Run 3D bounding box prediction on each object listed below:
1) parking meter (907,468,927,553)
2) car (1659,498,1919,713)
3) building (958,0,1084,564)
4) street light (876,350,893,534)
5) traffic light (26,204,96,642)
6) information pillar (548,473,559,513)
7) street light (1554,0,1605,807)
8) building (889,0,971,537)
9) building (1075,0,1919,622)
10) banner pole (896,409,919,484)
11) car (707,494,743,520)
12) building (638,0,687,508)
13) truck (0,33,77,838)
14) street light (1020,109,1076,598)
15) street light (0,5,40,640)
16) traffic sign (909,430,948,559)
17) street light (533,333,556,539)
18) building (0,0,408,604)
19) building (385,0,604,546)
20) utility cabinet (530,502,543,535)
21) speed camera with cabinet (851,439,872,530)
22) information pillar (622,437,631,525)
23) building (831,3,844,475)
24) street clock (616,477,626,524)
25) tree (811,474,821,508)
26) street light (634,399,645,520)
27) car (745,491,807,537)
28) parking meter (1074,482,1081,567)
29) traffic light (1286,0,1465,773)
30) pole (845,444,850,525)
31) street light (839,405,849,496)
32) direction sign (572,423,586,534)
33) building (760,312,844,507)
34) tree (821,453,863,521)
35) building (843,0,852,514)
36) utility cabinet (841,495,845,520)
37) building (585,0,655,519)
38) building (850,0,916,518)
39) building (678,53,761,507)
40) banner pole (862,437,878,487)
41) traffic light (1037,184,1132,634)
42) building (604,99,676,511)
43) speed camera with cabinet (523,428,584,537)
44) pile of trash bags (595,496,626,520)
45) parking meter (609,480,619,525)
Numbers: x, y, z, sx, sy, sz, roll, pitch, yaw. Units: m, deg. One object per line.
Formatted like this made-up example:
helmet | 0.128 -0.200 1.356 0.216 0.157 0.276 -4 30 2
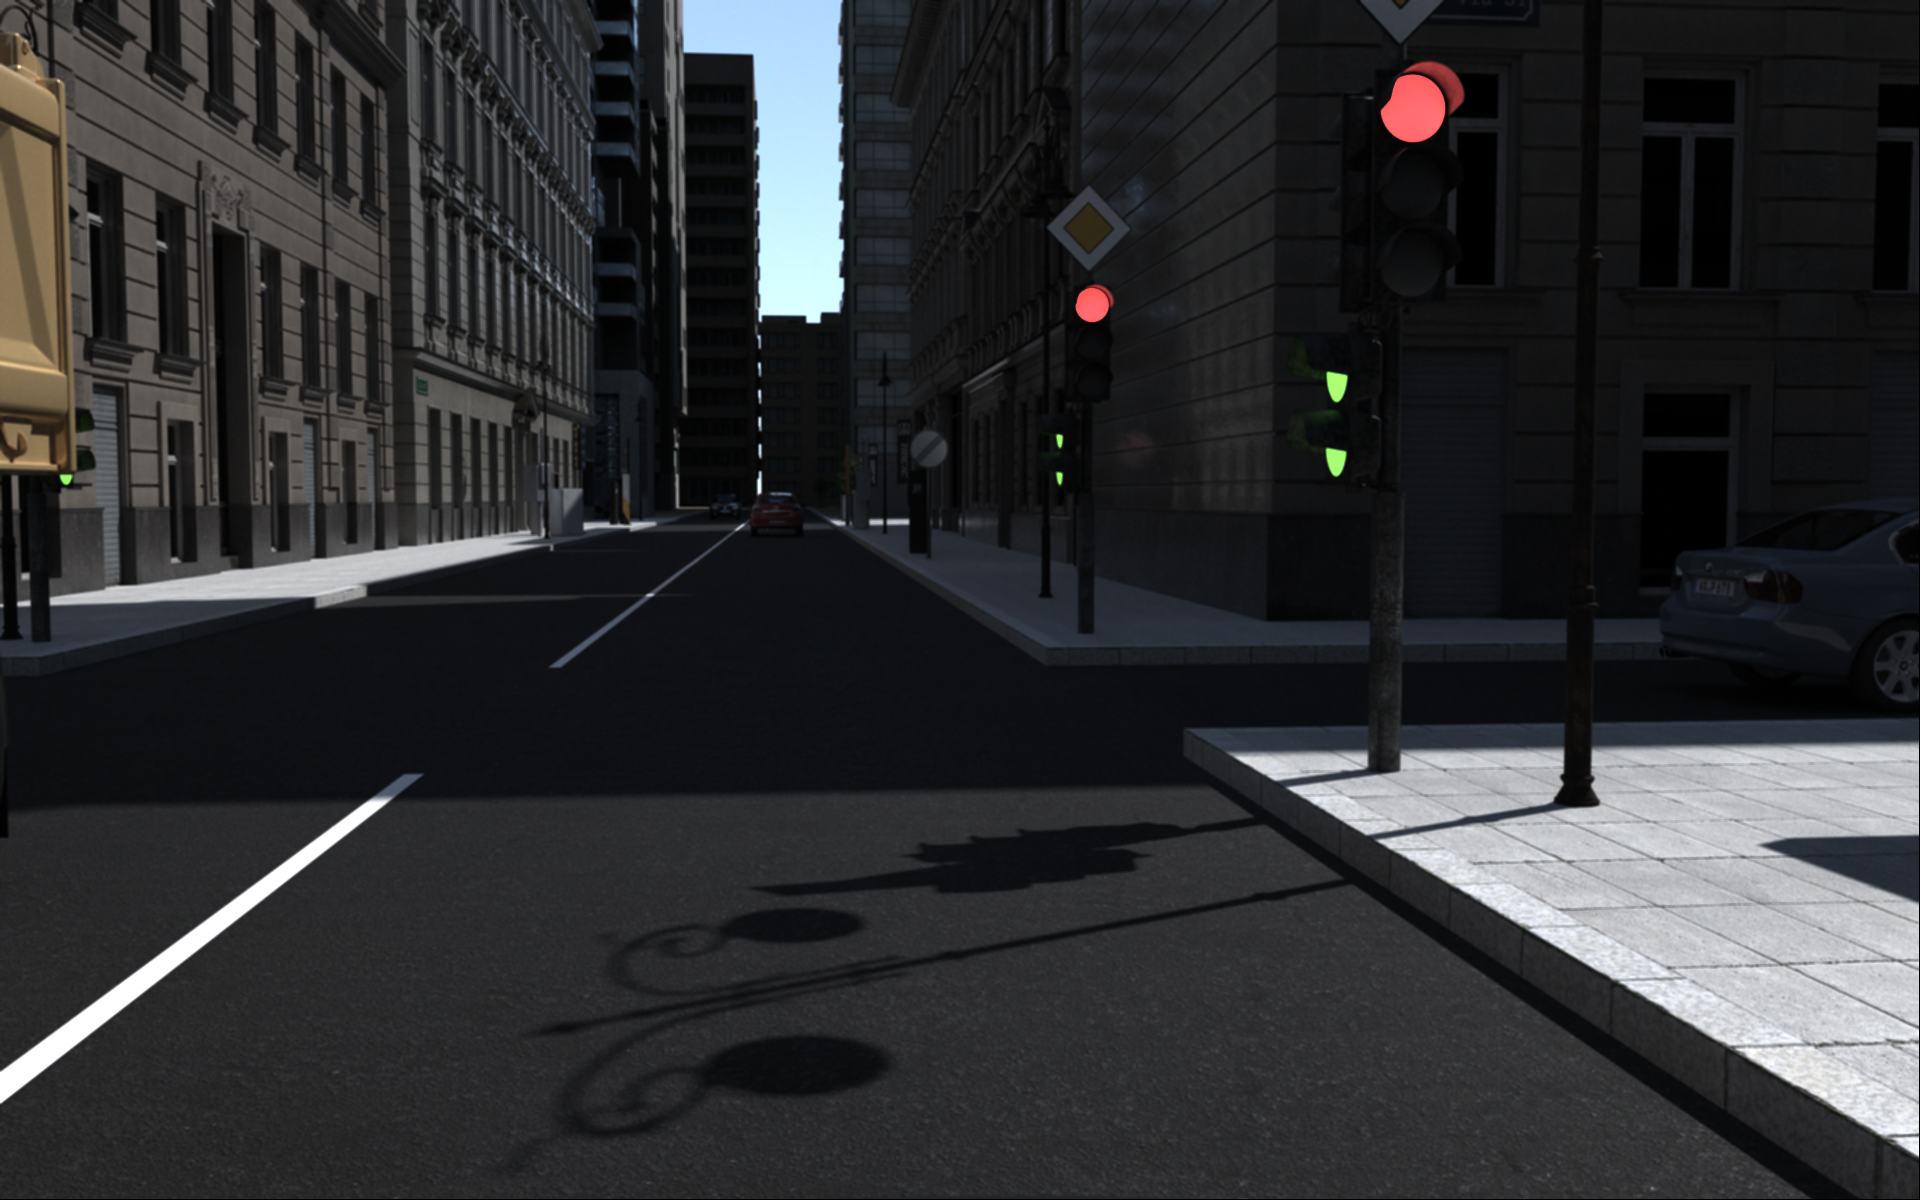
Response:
parking meter | -0.924 -1.948 37.560 0.399 1.863 0.255 1 4 8
car | 7.348 -0.017 12.282 4.499 1.417 2.014 0 4 -6
building | 5.732 -10.777 40.826 10.561 19.102 19.286 0 4 -6
street light | -2.425 -5.080 55.839 0.468 5.910 1.993 0 4 -6
traffic light | -7.969 -1.591 14.937 0.839 4.253 0.868 0 4 -6
information pillar | -14.075 -3.393 59.969 0.304 2.012 0.304 2 4 26
street light | 2.559 -2.093 7.005 0.468 5.910 1.993 0 4 -6
building | 2.465 -13.487 71.428 10.553 20.767 40.483 0 4 -6
building | 14.569 -13.831 23.407 25.104 27.353 12.463 0 4 -6
banner pole | -1.487 -3.725 50.916 0.863 3.779 0.401 1 4 22
car | -13.130 -5.331 96.946 2.009 1.686 4.222 0 4 -7
building | -37.301 -34.166 147.846 27.495 52.752 28.713 0 4 -6
truck | -4.199 -0.364 1.882 3.469 3.379 9.791 0 4 -6
street light | 1.066 -2.970 21.344 0.468 5.910 1.993 0 4 -6
street light | -8.391 -2.590 15.140 0.468 5.910 1.993 0 4 -6
traffic sign | -0.615 -2.090 34.275 0.768 2.556 0.104 0 4 -2
street light | -11.892 -4.703 49.687 0.468 5.910 1.993 0 4 -6
building | -17.641 -14.078 27.436 12.463 27.353 25.104 0 4 -6
building | -23.371 -17.480 62.219 17.030 29.872 44.131 0 4 -6
utility cabinet | -13.308 -2.651 54.512 0.306 1.237 1.020 0 4 -8
speed camera with cabinet | -3.616 -4.217 63.282 0.660 3.252 2.038 0 4 -8
information pillar | -13.852 -4.923 71.851 0.183 3.616 0.504 -3 4 -39
building | 0.796 -32.499 150.972 23.786 49.044 30.456 0 4 -6
street clock | -14.311 -4.209 73.385 0.471 2.002 0.358 -3 5 -41
tree | -13.329 -10.600 167.905 1.663 3.219 1.824 0 3 0
street light | -15.568 -6.823 84.347 0.468 5.910 1.993 0 4 -6
car | -6.353 -3.114 59.950 2.155 1.783 4.494 0 4 -6
parking meter | 2.155 -1.531 30.739 0.255 1.863 0.399 0 4 6
traffic light | 1.952 -1.163 7.932 0.839 4.253 0.868 0 4 -6
pole | -4.597 -4.713 70.905 0.158 3.312 0.155 0 3 0
street light | -6.049 -7.189 90.321 0.468 5.910 1.993 0 4 -6
direction sign | -12.259 -3.901 55.781 0.379 3.537 0.876 1 4 13
building | -7.098 -21.072 189.572 28.899 21.520 27.650 0 4 -6
tree | -5.810 -5.729 88.276 1.663 3.219 1.824 0 3 0
building | 2.350 -35.395 120.701 21.231 58.520 28.212 0 4 -6
utility cabinet | -5.629 -4.498 84.707 0.306 1.237 1.020 -1 4 -10
building | -29.387 -48.280 102.054 22.319 86.520 31.000 0 4 -6
building | 0.660 -25.458 99.840 14.154 41.232 14.086 0 4 -6
building | -32.113 -34.227 183.314 21.600 48.544 21.300 0 4 -6
banner pole | -3.971 -5.237 75.642 0.863 3.779 0.401 1 4 13
traffic light | 1.144 -1.649 15.876 0.839 4.253 0.868 0 4 -6
building | -28.449 -21.699 126.487 14.160 30.474 14.107 0 4 -6
speed camera with cabinet | -12.357 -3.568 52.671 0.660 3.252 2.038 2 4 29
pile of trash bags | -18.382 -4.770 87.735 3.447 1.369 1.912 2 4 35
parking meter | -14.549 -4.105 72.834 0.255 1.863 0.399 1 4 14
